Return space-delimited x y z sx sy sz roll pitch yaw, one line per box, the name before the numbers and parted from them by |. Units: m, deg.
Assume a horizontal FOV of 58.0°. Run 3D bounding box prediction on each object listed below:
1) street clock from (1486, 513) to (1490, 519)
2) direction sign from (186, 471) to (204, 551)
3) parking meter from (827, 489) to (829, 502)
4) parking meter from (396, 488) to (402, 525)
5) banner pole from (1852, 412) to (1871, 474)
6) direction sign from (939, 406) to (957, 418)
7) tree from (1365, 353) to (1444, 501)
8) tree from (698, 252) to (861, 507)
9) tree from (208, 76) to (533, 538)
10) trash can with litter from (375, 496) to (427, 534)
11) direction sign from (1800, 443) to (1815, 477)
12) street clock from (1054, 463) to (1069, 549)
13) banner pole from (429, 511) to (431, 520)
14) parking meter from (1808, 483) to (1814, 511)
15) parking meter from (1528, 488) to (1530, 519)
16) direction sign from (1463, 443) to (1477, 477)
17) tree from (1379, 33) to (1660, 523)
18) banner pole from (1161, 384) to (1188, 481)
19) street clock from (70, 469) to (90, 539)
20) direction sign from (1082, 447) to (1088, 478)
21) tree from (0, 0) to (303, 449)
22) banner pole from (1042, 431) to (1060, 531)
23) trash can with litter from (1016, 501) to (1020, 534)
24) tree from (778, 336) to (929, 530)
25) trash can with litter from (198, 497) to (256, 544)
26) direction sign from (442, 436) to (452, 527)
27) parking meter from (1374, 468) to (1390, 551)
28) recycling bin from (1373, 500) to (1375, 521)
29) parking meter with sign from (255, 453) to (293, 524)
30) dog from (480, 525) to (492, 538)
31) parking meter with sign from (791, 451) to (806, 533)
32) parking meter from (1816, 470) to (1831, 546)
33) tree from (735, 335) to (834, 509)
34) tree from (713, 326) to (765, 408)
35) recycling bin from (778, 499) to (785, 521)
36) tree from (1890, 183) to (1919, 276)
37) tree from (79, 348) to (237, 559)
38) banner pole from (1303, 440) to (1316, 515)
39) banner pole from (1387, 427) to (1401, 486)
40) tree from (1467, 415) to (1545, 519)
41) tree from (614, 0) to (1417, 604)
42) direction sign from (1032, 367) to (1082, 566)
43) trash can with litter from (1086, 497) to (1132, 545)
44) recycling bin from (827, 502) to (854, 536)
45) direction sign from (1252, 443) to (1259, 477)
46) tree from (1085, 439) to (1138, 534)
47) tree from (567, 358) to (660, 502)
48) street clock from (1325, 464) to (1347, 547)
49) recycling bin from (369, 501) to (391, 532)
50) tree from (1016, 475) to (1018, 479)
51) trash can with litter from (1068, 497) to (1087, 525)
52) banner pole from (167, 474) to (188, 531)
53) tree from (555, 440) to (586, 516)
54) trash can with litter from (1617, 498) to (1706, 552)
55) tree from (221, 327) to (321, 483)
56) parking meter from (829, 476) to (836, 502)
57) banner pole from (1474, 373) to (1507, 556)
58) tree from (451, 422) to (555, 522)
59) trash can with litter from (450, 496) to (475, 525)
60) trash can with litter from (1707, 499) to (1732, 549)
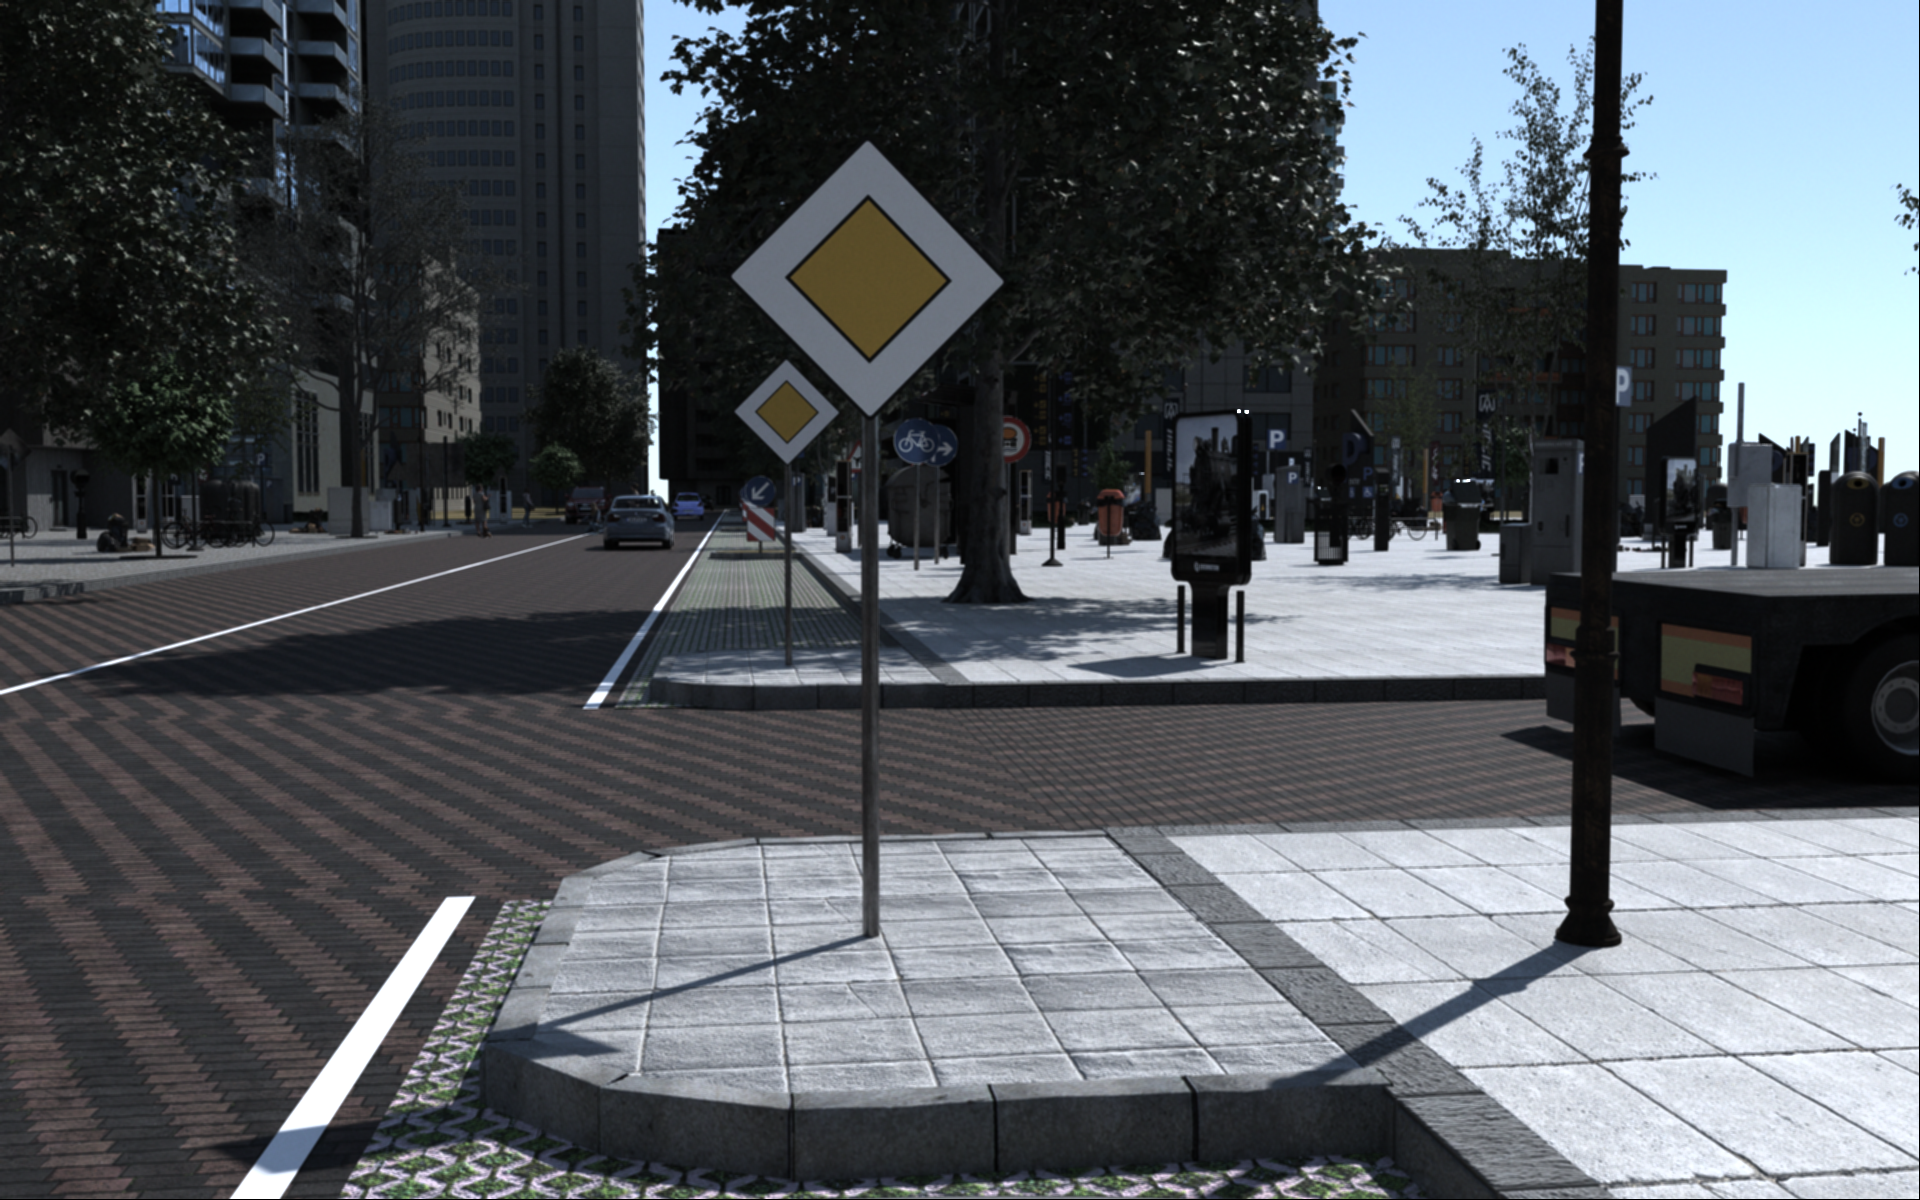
street clock | 22.944 -4.324 75.270 0.471 2.002 0.358 -2 4 -26
direction sign | -17.306 -2.880 39.082 0.379 3.537 0.876 -2 4 -31
parking meter | -6.371 -4.619 83.938 0.372 1.533 0.369 0 3 0
parking meter | -23.203 -3.851 71.376 0.372 1.533 0.369 0 3 0
banner pole | 27.566 -3.851 52.987 0.863 3.779 0.401 -3 5 -43
direction sign | -0.165 -3.218 44.612 0.876 3.537 0.379 2 4 35
tree | 23.057 -8.493 89.231 4.737 8.622 4.395 0 3 0
tree | -7.719 -10.691 81.452 9.857 13.997 8.962 0 3 0
tree | -17.580 -8.567 50.439 12.009 13.543 11.850 0 3 0
trash can with litter | -18.105 -2.764 56.251 1.678 1.210 2.233 -1 4 -11
direction sign | 37.824 -5.228 77.479 0.379 3.537 0.876 -1 4 -22
street clock | 2.345 -2.175 40.133 0.358 2.002 0.471 0 4 4
banner pole | -25.800 -5.804 84.918 0.863 3.779 0.401 -3 5 -42
parking meter | 46.302 -5.427 94.442 0.399 1.863 0.255 1 4 10
parking meter | 22.782 -3.700 68.904 0.372 1.533 0.369 0 3 0
direction sign | 22.608 -5.180 76.694 0.379 3.537 0.876 -2 4 -31
tree | 9.224 -4.754 28.096 4.360 8.622 3.978 0 3 0
banner pole | 4.941 -3.029 39.544 0.863 3.779 0.401 3 5 44
street clock | -25.079 -2.742 49.401 0.358 2.002 0.471 2 4 28
direction sign | 5.733 -5.570 83.058 0.876 3.537 0.379 -2 4 -28
tree | -14.189 -6.528 23.741 9.611 12.733 9.660 0 3 0
banner pole | 3.210 -4.279 59.986 0.863 3.779 0.401 1 4 17
trash can with litter | 1.758 -2.704 55.592 1.055 1.170 0.624 2 4 32
tree | -2.987 -5.951 47.659 4.360 8.622 3.978 0 3 0
trash can with litter | -19.394 -2.114 45.624 1.678 1.210 2.233 1 4 11
direction sign | -20.107 -4.633 67.746 0.379 3.537 0.876 -1 4 -23
parking meter | 9.527 -2.043 39.117 0.255 1.863 0.399 0 4 1
recycling bin | 18.546 -3.975 77.543 0.722 1.027 0.722 1 4 10
parking meter with sign | -29.174 -4.742 73.786 0.543 3.016 1.738 1 4 17
dog | -15.608 -2.240 56.818 0.550 0.427 0.748 1 4 11
parking meter with sign | -5.403 -3.767 57.852 0.543 3.016 1.738 0 4 -1
parking meter | 21.259 -2.258 42.622 0.255 1.863 0.399 1 4 21
tree | -10.080 -11.423 104.894 7.486 12.596 7.792 0 3 0
tree | -17.400 -18.933 165.446 12.611 20.169 13.585 0 3 0
recycling bin | -8.353 -4.370 84.009 0.722 1.027 0.722 2 4 34
tree | 20.803 -5.020 32.434 4.737 8.622 4.395 0 3 0
tree | -16.089 -3.121 34.741 4.285 4.588 4.351 0 3 0
banner pole | 16.373 -5.563 80.969 0.401 3.779 0.863 -3 5 -40
banner pole | 16.172 -4.573 64.791 0.863 3.779 0.401 -2 4 -30
tree | 22.605 -5.380 71.677 4.285 4.588 4.351 0 3 0
tree | 0.439 -6.314 20.237 9.611 12.733 9.660 0 3 0
direction sign | 1.646 -2.373 30.797 0.876 3.537 0.379 3 4 38
trash can with litter | 3.801 -1.955 43.349 0.624 1.170 1.055 3 5 43
recycling bin | -3.646 -2.462 52.809 0.722 1.027 0.722 0 4 6
direction sign | 13.027 -5.226 77.445 0.379 3.537 0.876 -2 4 -32
tree | 4.743 -3.682 54.802 1.663 3.219 1.824 0 3 0
tree | -32.142 -15.385 158.191 9.857 13.997 8.962 0 3 0
street clock | 9.056 -2.275 41.773 0.471 2.002 0.358 -2 4 -25
recycling bin | -19.974 -2.864 59.373 0.722 1.027 0.722 -2 4 -34
tree | 1.632 -4.766 72.518 1.663 3.219 1.824 0 3 0
trash can with litter | 4.842 -3.663 71.284 1.055 1.170 0.624 1 4 10
banner pole | -27.415 -4.328 60.784 0.863 3.779 0.401 -2 4 -23
tree | -24.014 -7.326 103.499 4.285 4.588 4.351 0 3 0
trash can with litter | 15.383 -1.701 38.870 2.233 1.210 1.678 -1 4 -11
tree | -26.849 -7.067 65.911 4.737 8.622 4.395 0 3 0
parking meter | -4.010 -3.061 55.763 0.399 1.863 0.255 1 4 18
banner pole | 11.127 -2.822 36.160 0.401 3.779 0.863 -3 5 -42
tree | -21.826 -5.844 79.261 4.285 4.588 4.351 0 3 0
trash can with litter | -20.872 -3.829 73.662 1.678 1.210 2.233 -2 4 -24
trash can with litter | 17.793 -1.776 40.425 0.624 1.170 1.055 2 4 27
